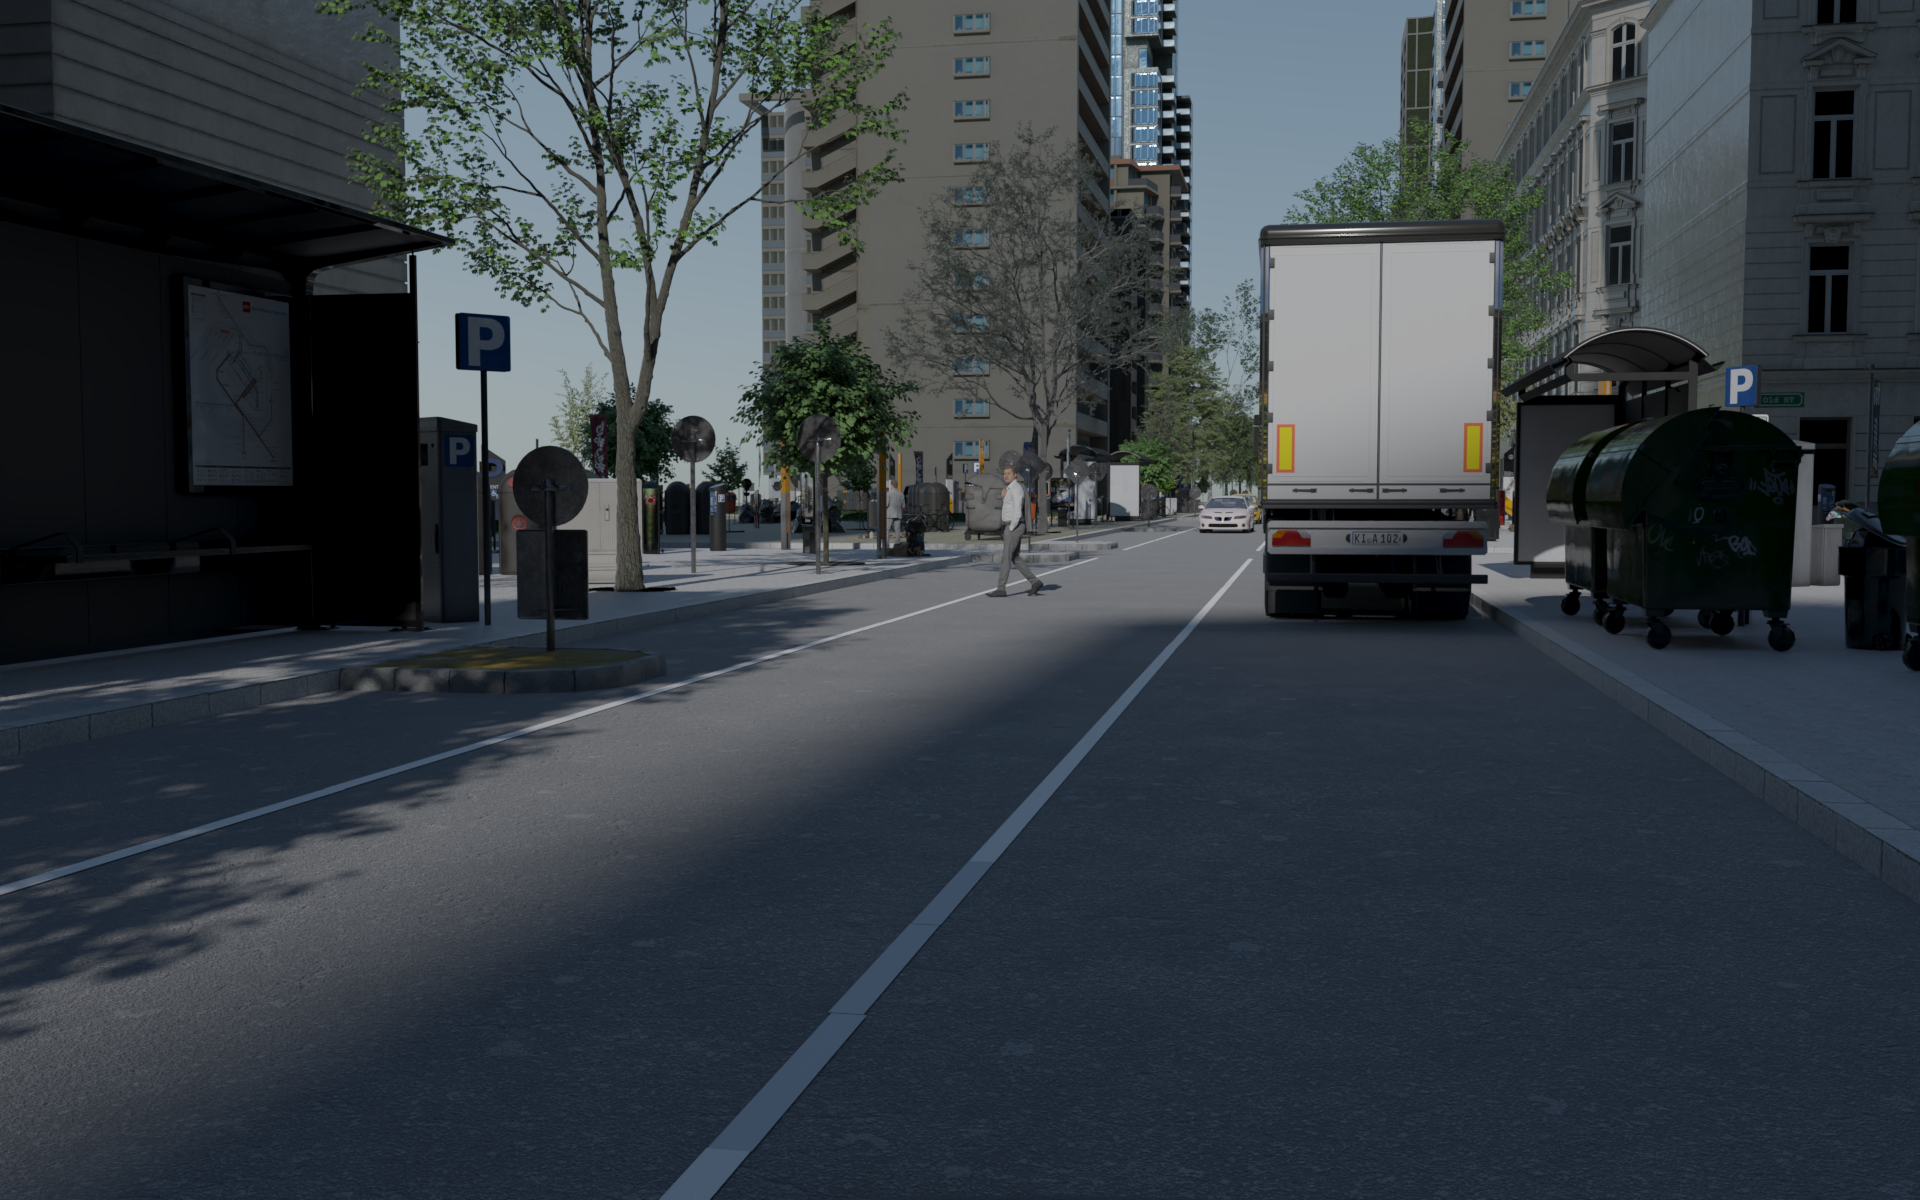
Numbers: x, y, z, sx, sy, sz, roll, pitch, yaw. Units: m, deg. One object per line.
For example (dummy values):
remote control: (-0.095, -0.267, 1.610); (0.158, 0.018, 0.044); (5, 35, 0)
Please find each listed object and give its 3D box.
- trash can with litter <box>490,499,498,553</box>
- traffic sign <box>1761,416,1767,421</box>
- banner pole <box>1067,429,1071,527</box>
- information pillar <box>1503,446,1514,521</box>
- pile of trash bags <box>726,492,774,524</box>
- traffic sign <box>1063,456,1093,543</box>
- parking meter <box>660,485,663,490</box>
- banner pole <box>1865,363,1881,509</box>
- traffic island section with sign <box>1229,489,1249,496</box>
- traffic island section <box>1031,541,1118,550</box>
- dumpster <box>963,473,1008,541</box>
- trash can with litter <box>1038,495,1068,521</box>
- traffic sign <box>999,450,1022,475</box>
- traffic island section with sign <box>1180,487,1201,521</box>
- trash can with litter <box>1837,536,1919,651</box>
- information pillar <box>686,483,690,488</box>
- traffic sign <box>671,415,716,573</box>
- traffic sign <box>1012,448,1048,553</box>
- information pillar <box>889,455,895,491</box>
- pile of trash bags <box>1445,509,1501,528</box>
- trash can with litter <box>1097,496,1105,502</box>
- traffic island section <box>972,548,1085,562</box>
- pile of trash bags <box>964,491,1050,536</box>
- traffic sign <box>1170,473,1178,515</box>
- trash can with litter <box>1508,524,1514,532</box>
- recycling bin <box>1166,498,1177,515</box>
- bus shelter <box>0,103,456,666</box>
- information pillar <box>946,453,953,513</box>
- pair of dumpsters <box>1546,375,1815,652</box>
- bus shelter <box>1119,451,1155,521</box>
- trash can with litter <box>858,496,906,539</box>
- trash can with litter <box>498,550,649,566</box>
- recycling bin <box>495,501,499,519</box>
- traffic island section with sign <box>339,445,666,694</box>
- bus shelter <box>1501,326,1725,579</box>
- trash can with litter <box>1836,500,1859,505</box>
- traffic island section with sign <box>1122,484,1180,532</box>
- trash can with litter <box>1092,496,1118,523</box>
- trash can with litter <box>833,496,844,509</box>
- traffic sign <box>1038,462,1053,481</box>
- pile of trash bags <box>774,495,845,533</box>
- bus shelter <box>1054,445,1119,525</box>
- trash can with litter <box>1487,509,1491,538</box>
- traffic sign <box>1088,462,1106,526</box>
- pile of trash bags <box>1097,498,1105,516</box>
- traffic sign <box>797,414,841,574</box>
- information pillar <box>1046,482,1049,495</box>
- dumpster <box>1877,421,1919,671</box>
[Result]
trash can with litter: (-10.110, -1.633, 37.758); (2.233, 1.210, 1.678); (2, 4, 24)
traffic sign: (10.117, -1.244, 22.462); (0.606, 2.300, 0.079); (1, 4, 14)
banner pole: (4.179, -4.694, 66.762); (0.401, 3.779, 0.863); (0, 4, -5)
information pillar: (26.435, -5.630, 83.411); (0.504, 3.616, 0.183); (1, 4, 17)
pile of trash bags: (-9.014, -4.030, 75.638); (1.912, 1.369, 3.447); (3, 4, 37)
traffic sign: (3.091, -2.564, 45.564); (0.795, 2.450, 0.064); (1, 4, 11)
parking meter: (-18.738, -6.263, 108.114); (0.399, 1.863, 0.255); (2, 4, 34)
banner pole: (17.563, -2.650, 33.339); (0.401, 3.779, 0.863); (3, 5, 43)
traffic island section with sign: (22.738, -8.253, 143.567); (1.989, 1.847, 2.006); (1, 4, 11)
traffic island section: (3.067, -1.428, 45.631); (2.009, 0.180, 2.903); (1, 4, 11)
dumpster: (0.830, -2.595, 48.189); (1.264, 1.857, 1.865); (1, 4, 11)
trash can with litter: (4.189, -4.722, 88.264); (2.233, 1.210, 1.678); (-2, 4, -25)
traffic sign: (1.499, -3.087, 50.585); (0.768, 2.556, 0.104); (1, 4, 12)
traffic island section with sign: (12.891, -5.253, 94.518); (1.989, 1.847, 2.006); (1, 4, 11)
trash can with litter: (7.784, -0.172, 14.194); (0.624, 1.170, 1.055); (-3, 4, -37)
information pillar: (-18.476, -6.953, 118.179); (0.304, 2.012, 0.304); (1, 4, 13)
traffic sign: (-4.326, -1.709, 28.049); (0.768, 2.556, 0.104); (1, 4, 12)
traffic sign: (1.518, -2.085, 37.735); (0.795, 2.450, 0.064); (1, 4, 11)
information pillar: (-3.968, -6.719, 101.211); (0.183, 3.616, 0.504); (2, 4, 35)
pile of trash bags: (19.888, -3.378, 64.976); (3.447, 1.369, 1.912); (1, 4, 21)
trash can with litter: (9.078, -6.221, 113.104); (0.624, 1.170, 1.055); (-2, 4, -25)
traffic island section: (1.494, -0.949, 37.801); (2.009, 0.180, 2.903); (1, 4, 11)
pile of trash bags: (1.524, -2.690, 53.734); (1.912, 1.369, 3.447); (-2, 4, -24)
traffic sign: (12.535, -6.312, 103.204); (0.884, 2.594, 0.081); (1, 4, 19)
trash can with litter: (18.855, -2.879, 58.460); (0.624, 1.170, 1.055); (-1, 4, -14)
recycling bin: (13.015, -5.809, 107.533); (0.722, 1.027, 0.722); (-1, 4, -10)
bus shelter: (-6.095, -1.343, 13.236); (1.731, 3.624, 6.357); (1, 4, 11)
information pillar: (-0.592, -6.525, 98.034); (0.183, 3.616, 0.504); (3, 5, 42)
pair of dumpsters: (6.568, -0.834, 16.128); (1.574, 2.255, 4.437); (1, 4, 11)
bus shelter: (8.150, -5.481, 83.530); (2.014, 3.302, 5.546); (1, 4, 11)
trash can with litter: (-2.099, -2.405, 50.372); (2.233, 1.210, 1.678); (-3, 5, -41)
trash can with litter: (-6.782, -1.215, 30.916); (2.233, 1.210, 1.678); (2, 4, 32)
recycling bin: (-16.826, -3.011, 61.790); (0.722, 1.027, 0.722); (3, 5, 43)
traffic island section with sign: (-3.391, -0.293, 13.424); (1.989, 1.847, 2.006); (1, 4, 11)
bus shelter: (8.703, -1.820, 23.674); (2.014, 3.302, 5.546); (1, 4, 11)
trash can with litter: (16.736, -1.277, 32.259); (1.055, 1.170, 0.624); (-1, 4, -22)
traffic island section with sign: (7.340, -3.565, 66.917); (1.989, 1.847, 2.006); (1, 4, 11)
trash can with litter: (6.347, -4.140, 78.739); (1.678, 1.210, 2.233); (2, 4, 26)
trash can with litter: (-6.670, -5.316, 98.299); (1.055, 1.170, 0.624); (2, 4, 29)
traffic sign: (3.261, -4.146, 67.892); (0.768, 2.556, 0.104); (1, 4, 21)
pile of trash bags: (-5.042, -2.989, 58.621); (1.912, 1.369, 3.447); (-1, 4, -13)
bus shelter: (5.390, -4.905, 74.118); (2.014, 3.302, 5.546); (1, 4, 11)
trash can with litter: (15.086, -2.369, 50.127); (0.624, 1.170, 1.055); (-1, 4, -17)
traffic sign: (5.482, -4.265, 69.833); (0.768, 2.556, 0.104); (1, 4, 18)
pile of trash bags: (6.829, -5.701, 102.970); (3.447, 1.369, 1.912); (-1, 4, -11)
traffic sign: (-2.263, -1.681, 27.595); (0.768, 2.556, 0.104); (1, 4, 20)
information pillar: (5.227, -6.167, 105.319); (0.304, 2.012, 0.304); (-1, 4, -10)
dumpster: (7.279, -0.560, 11.645); (1.502, 2.255, 1.985); (1, 4, 11)
